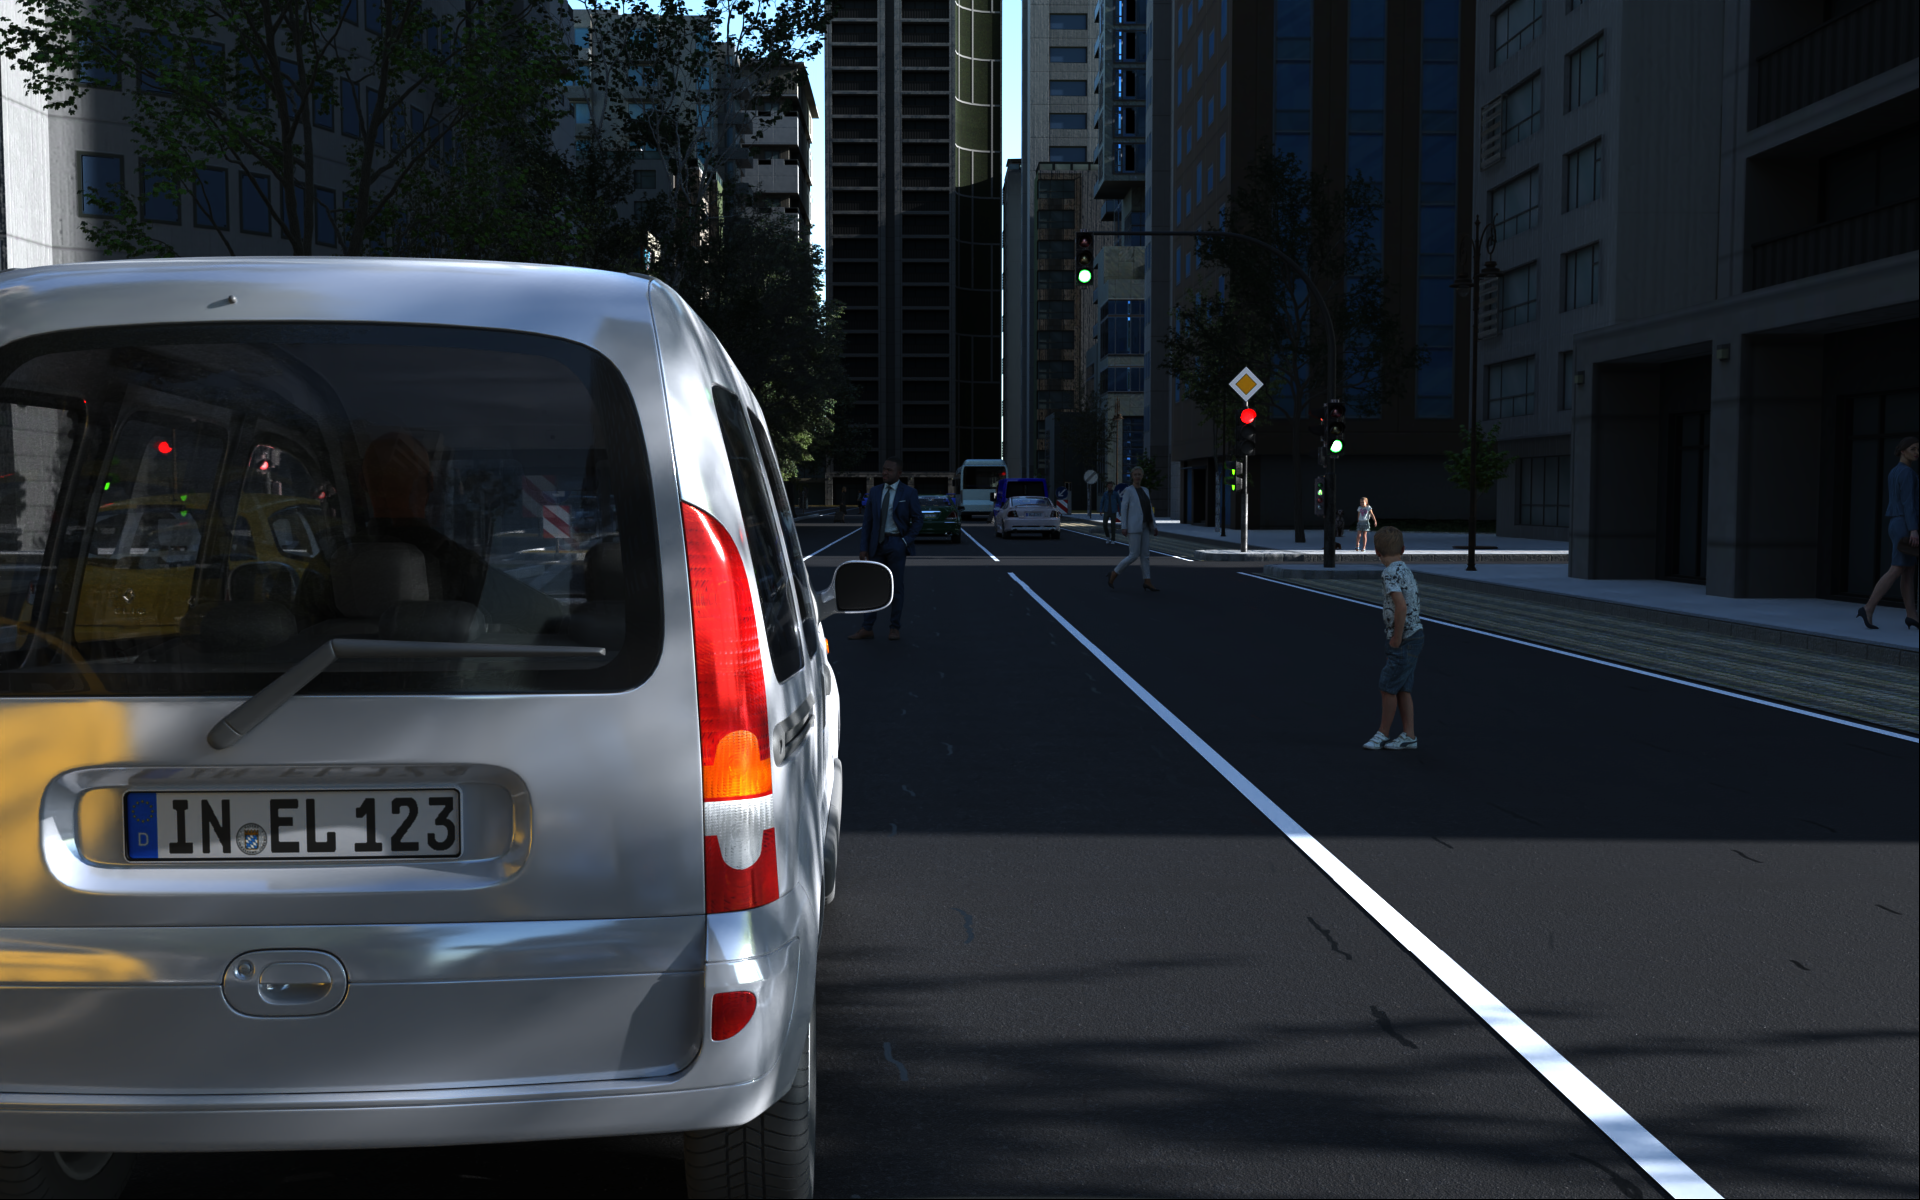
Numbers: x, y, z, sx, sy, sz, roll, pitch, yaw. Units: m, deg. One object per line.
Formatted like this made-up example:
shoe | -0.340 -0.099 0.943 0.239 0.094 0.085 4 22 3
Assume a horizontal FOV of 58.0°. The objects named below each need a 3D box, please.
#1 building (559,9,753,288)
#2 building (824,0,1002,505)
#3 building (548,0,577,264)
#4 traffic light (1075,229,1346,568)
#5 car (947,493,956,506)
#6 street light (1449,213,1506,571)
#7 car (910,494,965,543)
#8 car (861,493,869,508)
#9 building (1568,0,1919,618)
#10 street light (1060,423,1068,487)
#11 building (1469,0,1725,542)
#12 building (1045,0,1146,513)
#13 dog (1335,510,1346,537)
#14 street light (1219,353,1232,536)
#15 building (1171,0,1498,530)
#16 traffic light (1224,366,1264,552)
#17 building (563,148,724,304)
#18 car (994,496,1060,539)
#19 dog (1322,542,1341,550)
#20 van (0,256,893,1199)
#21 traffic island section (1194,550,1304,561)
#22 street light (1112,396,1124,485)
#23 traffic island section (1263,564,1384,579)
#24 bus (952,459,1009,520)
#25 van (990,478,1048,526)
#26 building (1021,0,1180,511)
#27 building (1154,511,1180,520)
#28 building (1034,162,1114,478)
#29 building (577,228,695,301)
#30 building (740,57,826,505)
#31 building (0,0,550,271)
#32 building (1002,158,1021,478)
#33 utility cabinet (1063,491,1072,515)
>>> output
building | -36.499 -33.941 174.543 30.456 49.044 23.786 0 4 -1
building | -5.298 -46.970 206.207 20.611 71.187 20.563 0 4 -1
building | -34.851 -30.406 86.377 28.713 52.752 27.495 0 4 -1
traffic light | 4.342 -3.384 30.004 4.771 5.953 1.251 0 4 -1
car | -0.909 -10.359 178.963 1.945 1.707 3.694 0 4 -1
street light | 8.560 -3.427 28.820 0.468 5.910 1.993 0 4 -1
car | -0.901 -2.448 51.817 2.131 1.459 4.920 0 4 -1
car | -9.078 -10.140 175.381 1.945 1.707 3.694 0 4 -2
building | 19.816 -35.246 14.530 20.563 71.187 20.611 0 4 -1
street light | 6.761 -8.537 112.360 0.468 5.910 1.993 0 4 -1
building | 22.362 -22.076 44.536 14.086 41.232 14.154 0 4 -1
building | 18.670 -49.918 128.839 22.319 86.520 31.000 0 4 -1
dog | 11.413 -2.285 51.745 0.513 0.831 0.800 3 5 44
street light | 7.980 -4.864 52.315 0.468 5.910 1.993 0 4 -1
building | 16.295 -25.539 67.667 14.600 45.320 14.200 0 4 -1
traffic light | 6.261 -3.012 38.173 0.839 4.253 0.868 0 4 -1
building | -27.976 -23.047 148.521 14.160 30.474 14.107 0 4 -1
car | 2.195 -2.707 56.621 2.083 1.381 4.827 0 4 -3
dog | 8.589 -1.371 40.159 0.550 0.427 0.748 2 4 26
van | -1.178 0.140 4.724 2.013 2.044 4.112 0 4 -3
traffic island section | 6.301 -0.979 38.288 2.009 0.180 2.903 0 4 -1
street light | 7.445 -6.686 82.100 0.468 5.910 1.993 0 4 -1
traffic island section | 6.472 -0.491 30.305 2.009 0.180 2.903 0 4 -1
bus | 1.139 -6.325 98.280 2.948 3.499 13.247 0 4 -1
van | 2.412 -3.956 69.067 2.240 2.365 5.245 0 4 -2
building | 16.621 -38.635 173.689 21.231 58.520 28.212 0 4 -1
building | 20.975 -33.916 96.522 21.231 58.520 28.212 0 4 -1
building | 13.427 -23.343 153.352 14.160 30.474 14.107 0 4 -1
building | -34.577 -17.254 127.135 27.650 21.520 28.899 0 4 -1
building | -29.435 -37.994 210.436 27.495 52.752 28.713 0 4 -1
building | -25.756 -31.107 50.600 21.231 58.520 28.212 0 4 -1
building | 12.267 -31.862 204.530 14.086 41.232 14.154 0 4 -1
utility cabinet | 6.595 -5.977 106.409 0.318 1.500 1.173 -1 4 -9
